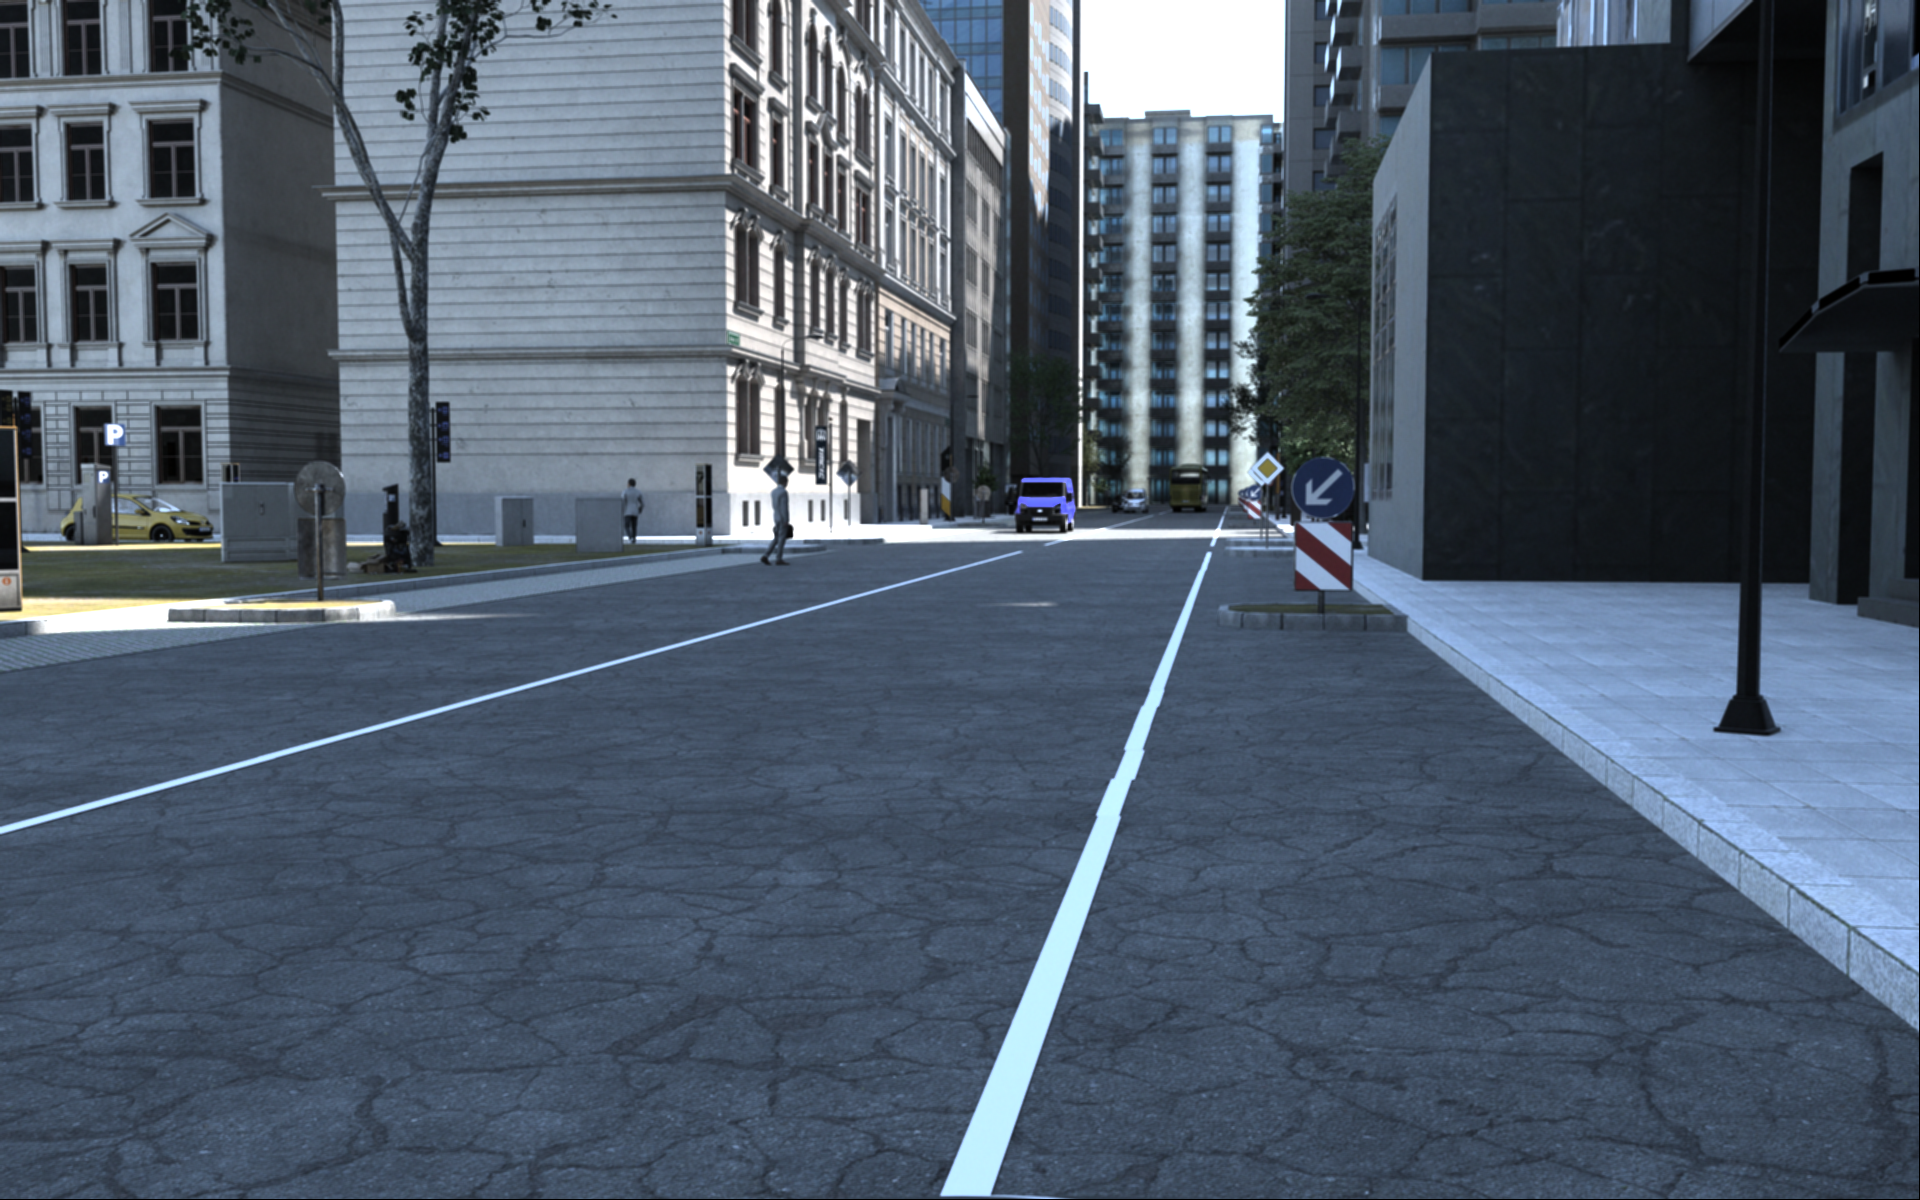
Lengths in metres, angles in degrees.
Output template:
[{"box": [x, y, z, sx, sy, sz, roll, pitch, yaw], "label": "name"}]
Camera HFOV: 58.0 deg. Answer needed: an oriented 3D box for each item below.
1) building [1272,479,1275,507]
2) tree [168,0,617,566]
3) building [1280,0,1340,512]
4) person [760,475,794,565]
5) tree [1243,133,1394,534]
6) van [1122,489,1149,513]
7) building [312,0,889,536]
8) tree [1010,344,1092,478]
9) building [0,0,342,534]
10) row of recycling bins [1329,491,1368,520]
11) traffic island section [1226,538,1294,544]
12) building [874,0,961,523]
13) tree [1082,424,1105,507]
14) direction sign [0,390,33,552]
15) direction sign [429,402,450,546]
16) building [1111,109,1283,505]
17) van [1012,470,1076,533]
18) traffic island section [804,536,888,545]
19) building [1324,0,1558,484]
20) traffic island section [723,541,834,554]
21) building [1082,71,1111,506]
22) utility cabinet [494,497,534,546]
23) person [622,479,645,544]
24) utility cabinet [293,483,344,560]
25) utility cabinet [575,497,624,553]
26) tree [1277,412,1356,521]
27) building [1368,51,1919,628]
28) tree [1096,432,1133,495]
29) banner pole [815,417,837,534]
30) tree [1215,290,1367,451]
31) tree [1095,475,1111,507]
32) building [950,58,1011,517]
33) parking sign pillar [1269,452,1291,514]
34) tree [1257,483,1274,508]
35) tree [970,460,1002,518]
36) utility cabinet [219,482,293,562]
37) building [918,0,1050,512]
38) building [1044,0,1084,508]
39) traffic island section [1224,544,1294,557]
[{"box": [49.389, -29.950, 181.564, 32.217, 40.220, 23.993, 1, 4, 9], "label": "building"}, {"box": [-10.868, -10.709, 30.987, 12.611, 20.169, 13.585, 0, 3, 0], "label": "tree"}, {"box": [35.928, -36.296, 135.440, 21.231, 58.520, 28.212, 1, 4, 9], "label": "building"}, {"box": [-3.615, -1.614, 35.005, 0.853, 1.813, 0.709, -3, 4, -39], "label": "person"}, {"box": [12.693, -8.367, 54.925, 7.486, 12.596, 7.792, 0, 3, 0], "label": "tree"}, {"box": [13.161, -7.491, 129.481, 2.013, 2.044, 4.112, 1, 4, 10], "label": "van"}, {"box": [-11.378, -16.893, 63.583, 14.401, 28.519, 23.554, 1, 4, 9], "label": "building"}, {"box": [5.591, -11.918, 120.615, 9.928, 11.665, 9.643, 0, 3, 0], "label": "tree"}, {"box": [-32.156, -13.757, 61.079, 21.152, 22.565, 11.583, 1, 4, 9], "label": "building"}, {"box": [18.945, -4.782, 85.301, 1.069, 1.692, 3.534, -2, 4, -29], "label": "row of recycling bins"}, {"box": [8.496, -1.618, 48.741, 2.009, 0.180, 2.903, 1, 4, 9], "label": "traffic island section"}, {"box": [-8.090, -18.314, 85.331, 13.634, 28.700, 20.117, 1, 4, 9], "label": "building"}, {"box": [12.470, -13.514, 171.312, 4.737, 8.622, 4.395, 0, 3, 0], "label": "tree"}, {"box": [-20.717, -2.818, 38.077, 0.379, 3.537, 0.876, 1, 4, 13], "label": "direction sign"}, {"box": [-12.968, -3.101, 42.693, 0.876, 3.537, 0.379, 1, 4, 11], "label": "direction sign"}, {"box": [26.016, -36.629, 218.494, 30.456, 49.044, 23.786, 1, 4, 9], "label": "building"}, {"box": [3.236, -3.729, 65.353, 2.240, 2.365, 5.245, 0, 4, 8], "label": "van"}, {"box": [-3.252, -1.731, 50.584, 2.009, 0.180, 2.903, 1, 4, 9], "label": "traffic island section"}, {"box": [32.881, -29.404, 100.369, 23.786, 49.044, 30.456, 1, 4, 9], "label": "building"}, {"box": [-4.490, -1.249, 42.695, 2.009, 0.180, 2.903, 1, 4, 9], "label": "traffic island section"}, {"box": [0.012, -34.805, 188.665, 30.456, 49.044, 23.786, 1, 4, 9], "label": "building"}, {"box": [-11.053, -1.946, 42.987, 0.306, 1.237, 1.020, 2, 4, 33], "label": "utility cabinet"}, {"box": [-8.640, -2.287, 45.745, 0.661, 1.843, 0.795, -2, 4, -27], "label": "person"}, {"box": [-12.441, -1.505, 33.279, 1.173, 1.500, 0.318, 1, 4, 15], "label": "utility cabinet"}, {"box": [-7.940, -1.650, 38.143, 1.020, 1.237, 0.306, -1, 4, -12], "label": "utility cabinet"}, {"box": [13.561, -4.972, 65.005, 4.285, 4.588, 4.351, 0, 3, 0], "label": "tree"}, {"box": [17.104, -43.040, 16.372, 22.319, 86.520, 31.000, 1, 4, 9], "label": "building"}, {"box": [18.194, -15.388, 201.948, 4.360, 8.622, 3.978, 0, 3, 0], "label": "tree"}, {"box": [-4.362, -4.041, 56.092, 0.863, 3.779, 0.401, -3, 5, -43], "label": "banner pole"}, {"box": [15.269, -8.893, 79.819, 7.601, 10.594, 8.767, -1, 4, -17], "label": "tree"}, {"box": [14.672, -11.173, 177.282, 1.663, 3.219, 1.824, 0, 3, 0], "label": "tree"}, {"box": [-4.156, -17.558, 105.093, 12.078, 24.808, 19.932, 1, 4, 9], "label": "building"}, {"box": [20.456, -7.465, 110.522, 1.447, 3.967, 1.447, 0, 4, -1], "label": "parking sign pillar"}, {"box": [29.852, -10.872, 172.364, 1.663, 3.219, 1.824, 0, 3, 0], "label": "tree"}, {"box": [1.261, -6.055, 93.608, 1.663, 3.219, 1.824, 0, 3, 0], "label": "tree"}, {"box": [-13.271, -1.464, 32.613, 1.173, 1.500, 0.318, -2, 4, -31], "label": "utility cabinet"}, {"box": [-0.776, -29.520, 132.765, 14.600, 45.320, 14.200, 1, 4, 9], "label": "building"}, {"box": [-0.711, -37.422, 153.853, 21.231, 58.520, 28.212, 1, 4, 9], "label": "building"}, {"box": [7.257, -1.136, 40.852, 2.009, 0.180, 2.903, 1, 4, 9], "label": "traffic island section"}]
